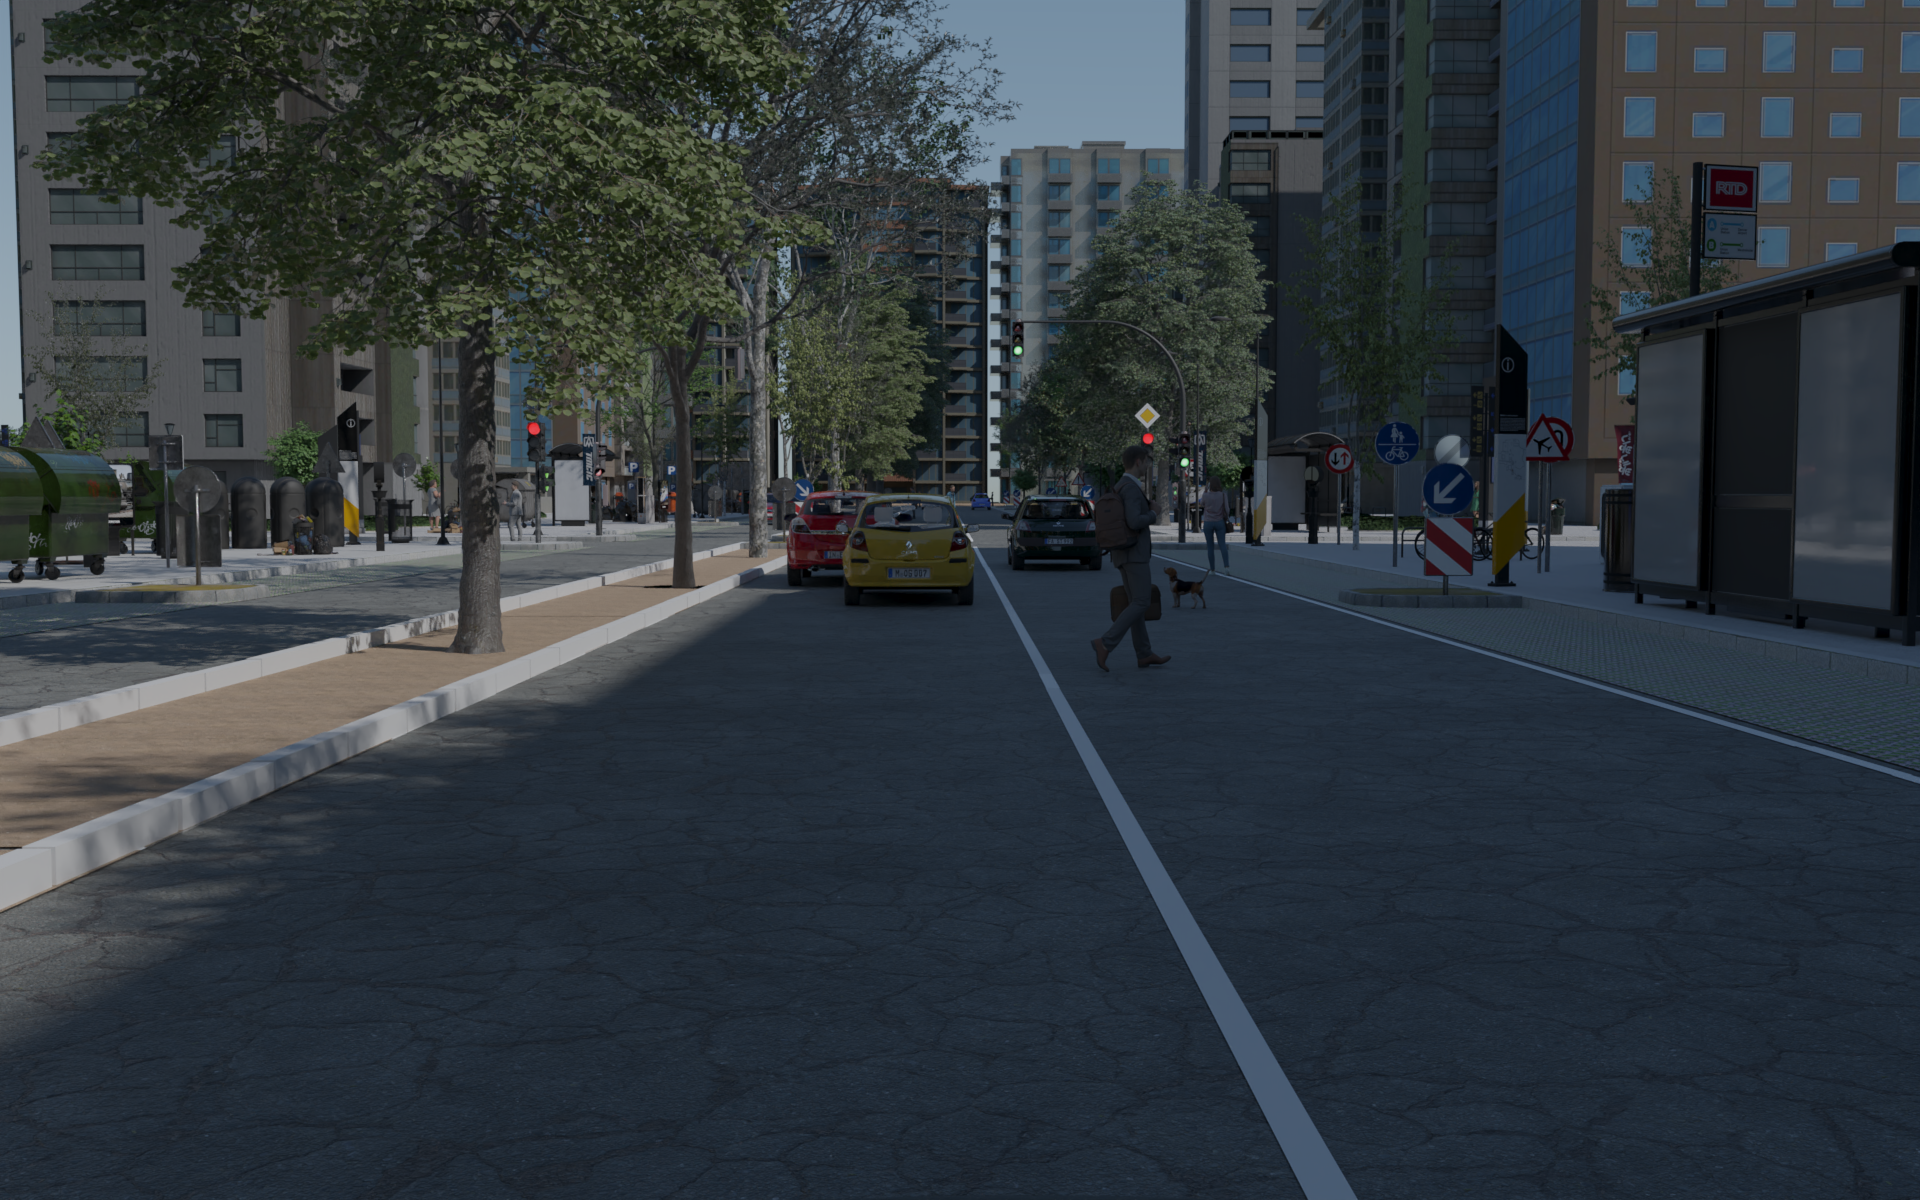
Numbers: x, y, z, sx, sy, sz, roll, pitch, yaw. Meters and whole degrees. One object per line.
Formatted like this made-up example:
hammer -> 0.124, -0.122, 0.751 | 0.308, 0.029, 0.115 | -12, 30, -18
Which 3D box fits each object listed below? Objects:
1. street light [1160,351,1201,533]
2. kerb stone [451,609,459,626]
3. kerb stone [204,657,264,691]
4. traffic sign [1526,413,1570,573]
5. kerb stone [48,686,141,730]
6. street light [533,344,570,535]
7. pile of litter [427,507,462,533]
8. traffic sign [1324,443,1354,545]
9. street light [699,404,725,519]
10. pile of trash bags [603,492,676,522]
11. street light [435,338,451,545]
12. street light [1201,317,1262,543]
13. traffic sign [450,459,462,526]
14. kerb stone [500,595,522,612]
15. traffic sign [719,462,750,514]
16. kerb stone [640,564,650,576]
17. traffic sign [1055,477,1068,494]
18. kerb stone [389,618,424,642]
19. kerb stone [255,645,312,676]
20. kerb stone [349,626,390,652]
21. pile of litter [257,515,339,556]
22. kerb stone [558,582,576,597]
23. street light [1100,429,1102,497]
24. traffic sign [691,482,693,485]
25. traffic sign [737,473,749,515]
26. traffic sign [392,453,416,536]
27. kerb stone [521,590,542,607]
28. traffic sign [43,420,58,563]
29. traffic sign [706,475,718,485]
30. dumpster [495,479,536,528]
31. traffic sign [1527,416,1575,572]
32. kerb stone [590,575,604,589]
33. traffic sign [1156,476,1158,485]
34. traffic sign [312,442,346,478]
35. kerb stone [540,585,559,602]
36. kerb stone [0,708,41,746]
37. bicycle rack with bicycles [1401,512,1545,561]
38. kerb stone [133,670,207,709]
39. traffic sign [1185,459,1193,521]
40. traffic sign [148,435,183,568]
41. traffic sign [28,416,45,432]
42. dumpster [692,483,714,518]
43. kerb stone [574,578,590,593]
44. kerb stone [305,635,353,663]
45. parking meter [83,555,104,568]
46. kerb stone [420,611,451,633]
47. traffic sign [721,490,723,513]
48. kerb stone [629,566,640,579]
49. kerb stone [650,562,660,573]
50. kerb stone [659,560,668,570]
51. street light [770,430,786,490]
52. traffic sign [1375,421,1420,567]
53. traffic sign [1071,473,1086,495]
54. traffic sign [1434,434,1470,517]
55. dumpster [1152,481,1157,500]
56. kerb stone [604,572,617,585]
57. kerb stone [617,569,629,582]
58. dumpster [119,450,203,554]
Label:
street light -> 7.208, -5.135, 56.505 | 1.470, 5.913, 1.316 | 0, 4, 0
kerb stone -> -5.548, 0.190, 19.131 | 0.120, 0.150, 1.000 | 0, 4, 0
kerb stone -> -5.496, 0.570, 12.979 | 0.120, 0.150, 1.000 | 0, 4, 0
traffic sign -> 9.364, -1.708, 27.934 | 0.884, 2.594, 0.081 | 0, 4, 2
kerb stone -> -5.475, 0.690, 10.920 | 0.120, 0.150, 1.000 | 0, 4, 0
street light -> -12.585, -4.963, 53.693 | 1.470, 5.913, 1.316 | 0, 4, 0
pile of litter -> -16.804, -2.631, 56.985 | 1.176, 0.858, 1.719 | -3, 5, -44
traffic sign -> 9.569, -2.666, 43.689 | 0.768, 2.556, 0.104 | 0, 4, 6
street light -> -12.854, -7.175, 89.846 | 1.470, 5.913, 1.316 | 0, 4, 0
pile of trash bags -> -14.290, -4.254, 79.307 | 3.447, 1.369, 1.912 | 2, 4, 32
street light -> -12.545, -4.351, 43.672 | 1.470, 5.913, 1.316 | 0, 4, 0
street light -> 7.247, -4.461, 45.475 | 1.470, 5.913, 1.316 | 0, 4, 0
traffic sign -> -17.890, -3.788, 62.038 | 0.768, 2.556, 0.104 | 0, 4, 5
kerb stone -> -5.571, 0.062, 21.178 | 0.120, 0.150, 1.000 | 0, 4, 0
traffic sign -> -14.113, -7.068, 109.436 | 2.265, 3.308, 0.079 | 0, 4, 8
kerb stone -> -5.641, -0.503, 30.417 | 0.120, 0.150, 1.000 | 0, 4, 0
traffic sign -> 7.237, -7.556, 123.539 | 0.884, 2.594, 0.081 | 1, 4, 9
kerb stone -> -5.523, 0.314, 17.087 | 0.120, 0.150, 1.000 | 0, 4, 0
kerb stone -> -5.507, 0.501, 14.009 | 0.120, 0.150, 1.000 | 0, 4, 0
kerb stone -> -5.525, 0.377, 16.053 | 0.120, 0.150, 1.000 | 0, 4, 0
pile of litter -> -14.004, -1.383, 36.585 | 1.719, 0.858, 1.176 | -2, 4, -26
kerb stone -> -5.588, -0.126, 24.263 | 0.120, 0.150, 1.000 | 0, 4, 0
street light -> 6.977, -7.336, 92.490 | 1.470, 5.913, 1.316 | 0, 4, 0
traffic sign -> -16.747, -6.476, 105.881 | 0.884, 2.594, 0.081 | 0, 4, 4
traffic sign -> -13.404, -6.527, 106.822 | 0.768, 2.556, 0.104 | 0, 4, 6
traffic sign -> -17.166, -3.267, 53.516 | 0.768, 2.556, 0.104 | 0, 4, 6
kerb stone -> -5.567, 0.003, 22.204 | 0.120, 0.150, 1.000 | 0, 4, 0
traffic sign -> -16.023, -1.863, 30.461 | 0.884, 2.594, 0.081 | 0, 4, 2
traffic sign -> -15.546, -6.633, 108.560 | 0.768, 2.556, 0.104 | 0, 4, 7
dumpster -> -16.825, -3.653, 65.484 | 1.264, 1.857, 1.865 | 0, 4, 0
traffic sign -> 9.681, -1.735, 28.479 | 0.768, 2.556, 0.104 | 0, 4, 5
kerb stone -> -5.603, -0.252, 26.311 | 0.120, 0.150, 1.000 | 0, 4, 0
traffic sign -> 11.201, -5.763, 96.354 | 0.606, 2.300, 0.079 | 0, 4, 4
traffic sign -> -15.777, -2.647, 43.275 | 0.884, 2.594, 0.081 | 0, 4, 7
kerb stone -> -5.584, -0.064, 23.234 | 0.120, 0.150, 1.000 | 0, 4, 0
kerb stone -> -5.472, 0.755, 9.899 | 0.120, 0.150, 1.000 | 0, 4, 0
bicycle rack with bicycles -> 10.037, -1.263, 34.030 | 2.925, 0.926, 2.852 | 0, 4, -3
kerb stone -> -5.486, 0.627, 11.950 | 0.120, 0.150, 1.000 | 0, 4, 0
traffic sign -> 8.403, -3.822, 62.596 | 0.768, 2.556, 0.104 | 0, 4, 5
traffic sign -> -13.770, -1.708, 30.059 | 0.606, 2.300, 0.079 | 0, 4, 3
traffic sign -> -15.468, -1.776, 29.047 | 0.884, 2.594, 0.081 | 0, 4, 6
dumpster -> -13.896, -5.422, 94.402 | 1.264, 1.857, 1.865 | 0, 4, 0
kerb stone -> -5.600, -0.189, 25.289 | 0.120, 0.150, 1.000 | 0, 4, 0
kerb stone -> -5.524, 0.438, 15.031 | 0.120, 0.150, 1.000 | 0, 4, 0
parking meter -> -15.217, -1.509, 30.379 | 0.255, 1.863, 0.399 | -1, 4, -10
kerb stone -> -5.548, 0.250, 18.109 | 0.120, 0.150, 1.000 | 0, 4, 0
traffic sign -> -15.759, -7.009, 114.706 | 0.768, 2.556, 0.104 | 1, 4, 9
kerb stone -> -5.627, -0.440, 29.387 | 0.120, 0.150, 1.000 | 0, 4, 0
kerb stone -> -5.645, -0.566, 31.449 | 0.120, 0.150, 1.000 | 0, 4, 0
kerb stone -> -5.656, -0.629, 32.481 | 0.120, 0.150, 1.000 | 0, 4, 0
street light -> -13.193, -9.375, 125.830 | 1.470, 5.913, 1.316 | 0, 4, 0
traffic sign -> 7.667, -1.856, 30.452 | 0.768, 2.556, 0.104 | 0, 4, 6
traffic sign -> 7.130, -6.384, 104.381 | 0.884, 2.594, 0.081 | 0, 3, 0
traffic sign -> 10.498, -2.257, 37.003 | 0.768, 2.556, 0.104 | 0, 4, 7
dumpster -> 8.324, -4.745, 80.079 | 1.502, 2.255, 1.985 | 0, 4, -1
kerb stone -> -5.606, -0.314, 27.333 | 0.120, 0.150, 1.000 | 0, 4, 0
kerb stone -> -5.614, -0.372, 28.356 | 0.120, 0.150, 1.000 | 0, 4, 0
dumpster -> -17.384, -2.149, 37.625 | 1.502, 2.255, 1.985 | 0, 4, -1
